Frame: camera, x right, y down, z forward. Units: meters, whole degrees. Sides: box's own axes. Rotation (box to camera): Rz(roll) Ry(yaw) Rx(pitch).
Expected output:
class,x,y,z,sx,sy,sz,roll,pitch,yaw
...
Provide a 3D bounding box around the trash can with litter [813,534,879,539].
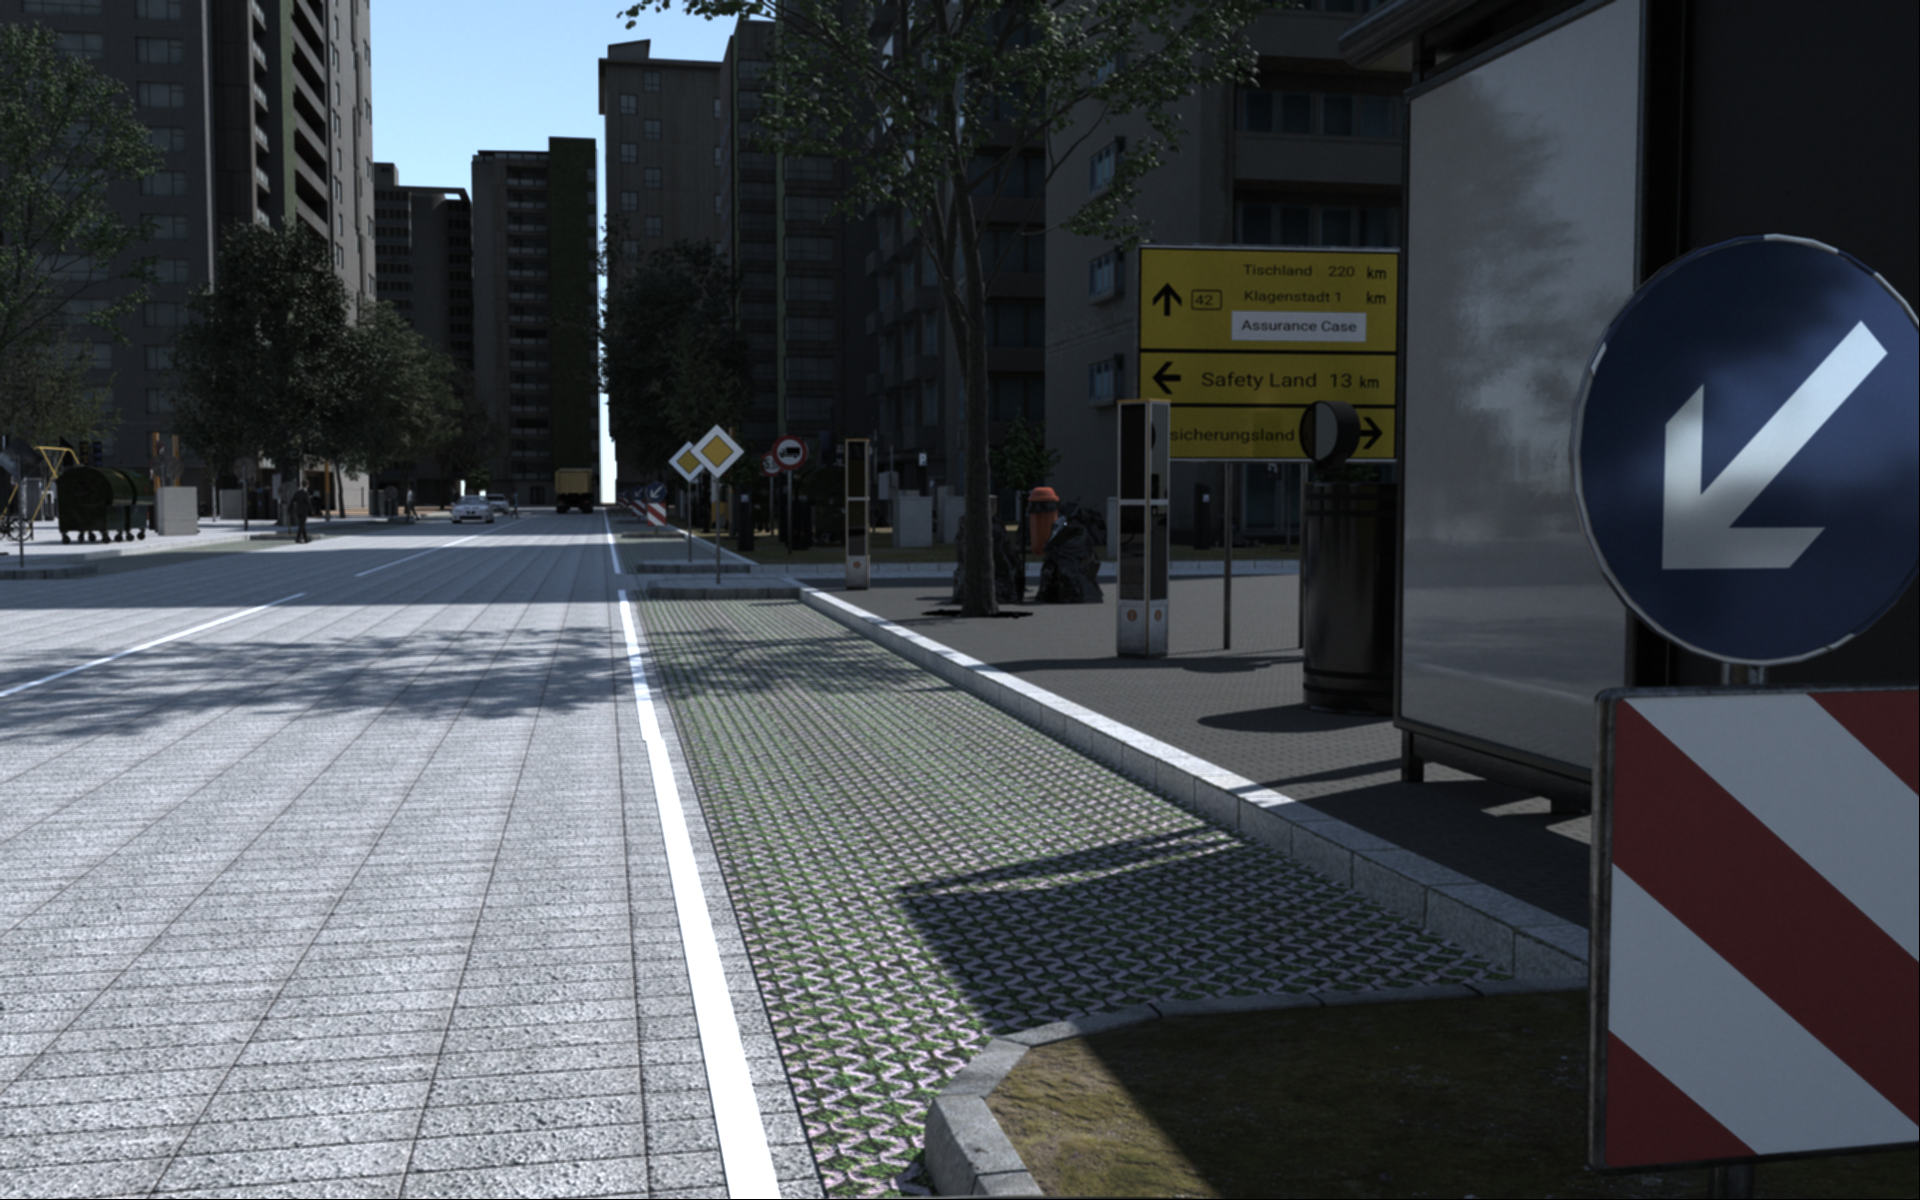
class,x,y,z,sx,sy,sz,roll,pitch,yaw
trash can with litter,-3.498,-2.379,49.957,2.233,1.210,1.678,0,4,3

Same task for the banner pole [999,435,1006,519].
class,x,y,z,sx,sy,sz,roll,pitch,yaw
banner pole,1.943,-5.136,73.986,0.863,3.779,0.401,-1,4,-8

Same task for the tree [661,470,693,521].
class,x,y,z,sx,sy,sz,roll,pitch,yaw
tree,-12.657,-5.310,81.414,1.663,3.219,1.824,0,3,0

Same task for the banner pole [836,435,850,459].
class,x,y,z,sx,sy,sz,roll,pitch,yaw
banner pole,-4.962,-5.111,73.576,0.863,3.779,0.401,0,4,0

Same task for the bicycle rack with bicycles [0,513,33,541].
class,x,y,z,sx,sy,sz,roll,pitch,yaw
bicycle rack with bicycles,-26.574,-2.064,47.126,2.925,0.926,2.852,0,4,6

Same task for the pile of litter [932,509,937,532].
class,x,y,z,sx,sy,sz,roll,pitch,yaw
pile of litter,-0.777,-2.747,58.883,1.176,0.858,1.719,-1,4,-13

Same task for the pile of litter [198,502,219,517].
class,x,y,z,sx,sy,sz,roll,pitch,yaw
pile of litter,-41.786,-5.041,96.386,1.176,0.858,1.719,0,4,5

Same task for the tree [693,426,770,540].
class,x,y,z,sx,sy,sz,roll,pitch,yaw
tree,-6.372,-3.336,49.151,1.663,3.219,1.824,0,3,0

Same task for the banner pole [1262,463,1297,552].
class,x,y,z,sx,sy,sz,roll,pitch,yaw
banner pole,7.146,-2.982,38.768,0.863,3.779,0.401,2,4,30

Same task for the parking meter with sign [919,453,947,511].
class,x,y,z,sx,sy,sz,roll,pitch,yaw
parking meter with sign,-0.933,-4.759,74.078,1.738,3.016,0.543,-3,5,-42

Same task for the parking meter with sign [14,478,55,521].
class,x,y,z,sx,sy,sz,roll,pitch,yaw
parking meter with sign,-44.107,-5.269,82.416,1.738,3.016,0.543,-1,4,-9

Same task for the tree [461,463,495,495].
class,x,y,z,sx,sy,sz,roll,pitch,yaw
tree,-49.127,-11.799,176.623,4.285,4.588,4.351,0,3,0

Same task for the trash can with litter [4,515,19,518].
class,x,y,z,sx,sy,sz,roll,pitch,yaw
trash can with litter,-51.019,-5.105,94.525,2.233,1.210,1.678,-2,4,-34

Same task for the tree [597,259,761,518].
class,x,y,z,sx,sy,sz,roll,pitch,yaw
tree,-15.142,-11.442,93.731,9.857,13.997,8.962,0,3,0

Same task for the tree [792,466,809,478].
class,x,y,z,sx,sy,sz,roll,pitch,yaw
tree,-9.419,-6.650,103.323,1.663,3.219,1.824,0,3,0

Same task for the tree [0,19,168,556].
class,x,y,z,sx,sy,sz,roll,pitch,yaw
tree,-20.618,-6.750,36.113,9.928,11.665,9.643,0,3,0

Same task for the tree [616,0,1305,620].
class,x,y,z,sx,sy,sz,roll,pitch,yaw
tree,0.028,-5.635,17.882,9.928,11.665,9.643,0,3,0

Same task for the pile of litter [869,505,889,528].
class,x,y,z,sx,sy,sz,roll,pitch,yaw
pile of litter,-3.433,-3.196,66.215,1.719,0.858,1.176,-2,4,-27

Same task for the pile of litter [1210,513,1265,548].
class,x,y,z,sx,sy,sz,roll,pitch,yaw
pile of litter,6.690,-1.708,41.889,1.176,0.858,1.719,-1,4,-12

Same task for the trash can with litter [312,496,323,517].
class,x,y,z,sx,sy,sz,roll,pitch,yaw
trash can with litter,-35.772,-5.189,96.225,0.624,1.170,1.055,0,4,-6

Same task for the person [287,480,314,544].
class,x,y,z,sx,sy,sz,roll,pitch,yaw
person,-19.032,-2.567,50.250,0.659,1.850,0.755,2,4,27

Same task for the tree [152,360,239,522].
class,x,y,z,sx,sy,sz,roll,pitch,yaw
tree,-34.562,-7.896,79.460,4.360,8.622,3.978,0,3,0

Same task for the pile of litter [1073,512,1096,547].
class,x,y,z,sx,sy,sz,roll,pitch,yaw
pile of litter,2.613,-1.635,40.697,1.176,0.858,1.719,2,4,32

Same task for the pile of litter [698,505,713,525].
class,x,y,z,sx,sy,sz,roll,pitch,yaw
pile of litter,-10.370,-3.486,70.966,1.176,0.858,1.719,3,5,39

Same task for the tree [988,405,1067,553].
class,x,y,z,sx,sy,sz,roll,pitch,yaw
tree,1.232,-2.650,37.930,1.663,3.219,1.824,0,3,0

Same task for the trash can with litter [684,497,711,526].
class,x,y,z,sx,sy,sz,roll,pitch,yaw
trash can with litter,-10.438,-3.519,68.919,1.055,1.170,0.624,1,4,12

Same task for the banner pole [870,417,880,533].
class,x,y,z,sx,sy,sz,roll,pitch,yaw
banner pole,-2.765,-4.052,56.260,0.401,3.779,0.863,-1,4,-12

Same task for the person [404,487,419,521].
class,x,y,z,sx,sy,sz,roll,pitch,yaw
person,-28.910,-5.058,91.297,0.850,1.850,0.679,1,4,16

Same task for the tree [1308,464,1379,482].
class,x,y,z,sx,sy,sz,roll,pitch,yaw
tree,8.805,-2.721,39.087,1.663,3.219,1.824,0,3,0

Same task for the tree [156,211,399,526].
class,x,y,z,sx,sy,sz,roll,pitch,yaw
tree,-27.735,-9.403,70.749,9.611,12.733,9.660,0,3,0

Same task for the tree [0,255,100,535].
class,x,y,z,sx,sy,sz,roll,pitch,yaw
tree,-29.259,-6.344,54.086,4.360,8.622,3.978,0,3,0

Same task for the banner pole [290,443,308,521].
class,x,y,z,sx,sy,sz,roll,pitch,yaw
banner pole,-31.969,-5.729,83.680,0.863,3.779,0.401,-3,4,-38

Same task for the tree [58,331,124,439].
class,x,y,z,sx,sy,sz,roll,pitch,yaw
tree,-40.783,-7.890,79.358,4.737,8.622,4.395,0,3,0

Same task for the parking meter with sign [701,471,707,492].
class,x,y,z,sx,sy,sz,roll,pitch,yaw
parking meter with sign,-15.282,-6.554,103.415,0.543,3.016,1.738,-1,4,-9

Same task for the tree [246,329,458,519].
class,x,y,z,sx,sy,sz,roll,pitch,yaw
tree,-32.302,-9.506,89.835,7.601,10.594,8.767,3,4,38

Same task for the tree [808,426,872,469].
class,x,y,z,sx,sy,sz,roll,pitch,yaw
tree,-5.730,-6.089,83.271,4.285,4.588,4.351,0,3,0

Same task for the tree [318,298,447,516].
class,x,y,z,sx,sy,sz,roll,pitch,yaw
tree,-33.825,-11.160,100.592,7.486,12.596,7.792,0,3,0

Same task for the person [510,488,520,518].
class,x,y,z,sx,sy,sz,roll,pitch,yaw
person,-26.697,-5.816,103.693,0.778,1.811,0.616,2,4,31

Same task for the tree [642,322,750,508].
class,x,y,z,sx,sy,sz,roll,pitch,yaw
tree,-11.026,-7.509,73.133,4.737,8.622,4.395,0,3,0

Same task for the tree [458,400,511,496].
class,x,y,z,sx,sy,sz,roll,pitch,yaw
tree,-46.421,-13.928,162.127,8.767,10.594,7.601,-1,4,-18

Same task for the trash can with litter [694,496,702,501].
class,x,y,z,sx,sy,sz,roll,pitch,yaw
trash can with litter,-12.400,-4.523,85.014,2.233,1.210,1.678,0,4,-5

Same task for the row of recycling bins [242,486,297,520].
class,x,y,z,sx,sy,sz,roll,pitch,yaw
row of recycling bins,-34.166,-4.818,85.889,3.534,1.692,1.069,2,4,25

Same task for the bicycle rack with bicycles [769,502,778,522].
class,x,y,z,sx,sy,sz,roll,pitch,yaw
bicycle rack with bicycles,-9.470,-4.125,80.832,2.925,0.926,2.852,-1,4,-22

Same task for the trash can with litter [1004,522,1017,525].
class,x,y,z,sx,sy,sz,roll,pitch,yaw
trash can with litter,1.238,-3.705,71.634,2.233,1.210,1.678,1,4,9

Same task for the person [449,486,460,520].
class,x,y,z,sx,sy,sz,roll,pitch,yaw
person,-26.997,-5.155,92.566,0.755,1.850,0.659,-2,4,-32

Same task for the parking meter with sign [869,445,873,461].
class,x,y,z,sx,sy,sz,roll,pitch,yaw
parking meter with sign,-3.719,-4.066,62.743,0.543,3.016,1.738,-2,4,-29

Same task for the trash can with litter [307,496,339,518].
class,x,y,z,sx,sy,sz,roll,pitch,yaw
trash can with litter,-34.728,-5.036,93.403,2.233,1.210,1.678,-1,4,-10
